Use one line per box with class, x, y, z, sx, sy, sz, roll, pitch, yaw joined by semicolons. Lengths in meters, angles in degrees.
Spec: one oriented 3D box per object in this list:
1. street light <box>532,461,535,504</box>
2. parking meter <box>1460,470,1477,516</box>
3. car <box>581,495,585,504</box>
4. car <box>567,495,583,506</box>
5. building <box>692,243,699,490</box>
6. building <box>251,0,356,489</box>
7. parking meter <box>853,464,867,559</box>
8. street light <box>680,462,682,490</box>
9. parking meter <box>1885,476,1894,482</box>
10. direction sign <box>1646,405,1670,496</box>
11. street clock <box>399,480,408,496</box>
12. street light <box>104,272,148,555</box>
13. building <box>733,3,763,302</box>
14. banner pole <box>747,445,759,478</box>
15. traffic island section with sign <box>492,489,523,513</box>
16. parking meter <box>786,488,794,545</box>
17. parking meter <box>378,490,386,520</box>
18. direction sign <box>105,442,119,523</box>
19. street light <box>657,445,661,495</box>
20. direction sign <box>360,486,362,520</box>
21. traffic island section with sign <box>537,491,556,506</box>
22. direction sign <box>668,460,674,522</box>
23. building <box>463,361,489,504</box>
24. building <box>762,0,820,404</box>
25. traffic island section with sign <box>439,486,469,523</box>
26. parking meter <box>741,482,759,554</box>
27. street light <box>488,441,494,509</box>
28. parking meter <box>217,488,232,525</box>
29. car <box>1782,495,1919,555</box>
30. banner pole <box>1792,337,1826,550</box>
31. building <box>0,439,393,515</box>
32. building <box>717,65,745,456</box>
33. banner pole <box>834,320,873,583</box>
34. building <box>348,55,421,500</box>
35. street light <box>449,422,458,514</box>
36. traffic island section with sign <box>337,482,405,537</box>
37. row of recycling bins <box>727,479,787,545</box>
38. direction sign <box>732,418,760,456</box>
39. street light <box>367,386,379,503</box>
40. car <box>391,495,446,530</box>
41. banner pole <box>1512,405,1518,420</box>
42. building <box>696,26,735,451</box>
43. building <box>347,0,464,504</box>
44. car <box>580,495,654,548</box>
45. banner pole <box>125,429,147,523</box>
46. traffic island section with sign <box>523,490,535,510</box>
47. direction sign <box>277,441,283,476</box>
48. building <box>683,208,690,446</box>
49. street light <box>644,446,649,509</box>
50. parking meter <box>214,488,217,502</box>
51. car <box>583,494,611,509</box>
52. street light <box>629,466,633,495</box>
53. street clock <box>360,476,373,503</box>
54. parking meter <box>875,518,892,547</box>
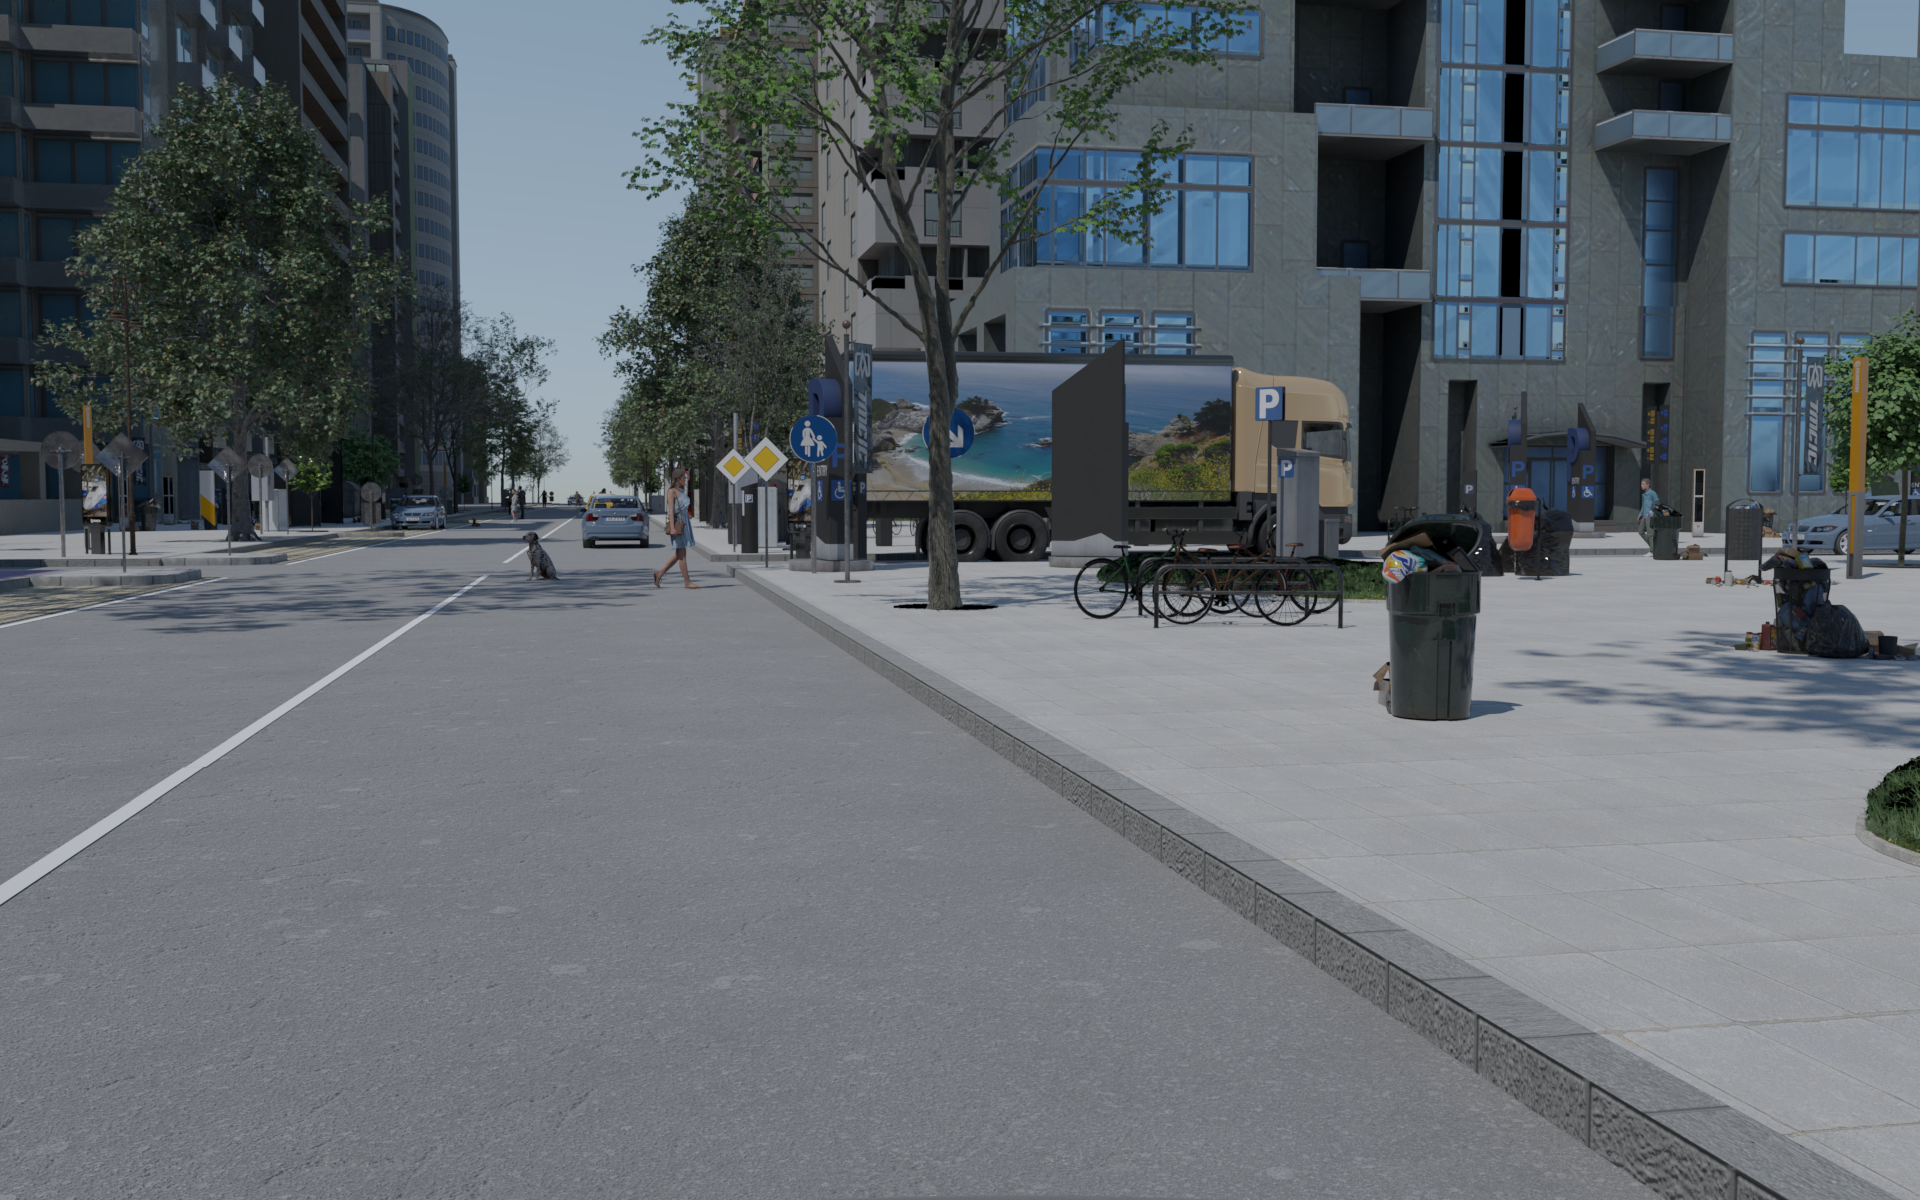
street light;-56.336;-15.661;228.841;0.468;5.910;1.993;-1;4;-11
parking meter;12.219;-2.198;41.652;0.399;1.863;0.255;1;4;16
car;-54.104;-14.219;245.065;1.945;1.354;3.894;-1;4;-12
car;-47.339;-12.251;212.880;1.945;1.354;3.894;-1;4;-11
building;-31.785;-34.527;248.117;14.154;41.232;14.086;-1;4;-11
building;-53.280;-30.067;115.302;21.300;48.544;21.600;-1;4;-11
parking meter;-1.870;-1.558;31.191;0.255;1.863;0.399;2;4;27
street light;-12.072;-6.237;74.767;0.468;5.910;1.993;-1;4;-11
parking meter;29.071;-2.973;54.325;0.399;1.863;0.255;-3;5;-39
direction sign;17.887;-3.209;44.469;0.379;3.537;0.876;-1;4;-13
street clock;-27.947;-5.046;87.069;0.471;2.002;0.358;3;5;41
street light;-17.368;-3.879;36.205;0.468;5.910;1.993;-1;4;-11
building;-8.489;-30.494;153.207;22.147;44.769;28.867;-1;4;-11
banner pole;-9.383;-5.395;78.227;0.863;3.779;0.401;2;4;24
traffic island section with sign;-34.951;-7.629;133.366;1.989;1.847;2.006;-1;4;-11
parking meter;-4.206;-2.155;43.639;0.372;1.533;0.369;0;3;0
parking meter;-29.026;-4.805;86.966;0.372;1.533;0.369;0;3;0
direction sign;-37.120;-5.139;76.021;0.379;3.537;0.876;1;4;23
street light;-19.772;-8.602;113.433;0.468;5.910;1.993;-1;4;-11
direction sign;-29.364;-5.677;84.812;0.876;3.537;0.379;-3;4;-37
traffic island section with sign;-51.467;-12.616;214.906;1.989;1.847;2.006;-1;4;-11
direction sign;-12.999;-5.260;78.000;0.379;3.537;0.876;0;4;2
building;-80.031;-24.000;237.439;27.650;21.520;28.899;-1;4;-11
building;-7.996;-27.360;130.925;14.154;41.232;14.086;-1;4;-11
traffic island section with sign;-25.153;-4.668;84.944;1.989;1.847;2.006;-1;4;-11
parking meter;-4.543;-1.773;37.403;0.372;1.533;0.369;0;3;0
street light;-40.022;-10.714;147.956;0.468;5.910;1.993;-1;4;-11
parking meter;-30.542;-3.896;72.117;0.372;1.533;0.369;0;3;0
car;21.488;-1.737;40.408;4.499;1.417;2.014;-1;4;-11
banner pole;13.566;-2.308;27.756;0.863;3.779;0.401;-2;4;-29
building;-62.652;-27.217;136.879;32.217;40.220;23.993;-1;4;-11
building;-16.819;-32.008;173.438;14.600;45.320;14.200;-1;4;-11
banner pole;-1.506;-2.153;25.217;0.401;3.779;0.863;2;4;33
building;-57.341;-28.976;157.356;14.154;41.232;14.086;-1;4;-11
street light;-32.556;-8.481;111.451;0.468;5.910;1.993;-1;4;-11
traffic island section with sign;-19.660;-3.011;57.865;1.989;1.847;2.006;-1;4;-11
row of recycling bins;-5.333;-2.358;45.674;1.069;1.692;3.534;1;4;10
direction sign;-6.395;-3.657;51.792;0.876;3.537;0.379;1;4;13
street light;-24.741;-6.128;72.983;0.468;5.910;1.993;-1;4;-11
car;-21.912;-3.559;70.198;2.014;1.417;4.499;-1;4;-10
banner pole;15.541;-3.588;48.673;0.401;3.779;0.863;2;4;26
building;-23.714;-41.915;227.310;21.231;58.520;28.212;-1;4;-11
building;-72.171;-40.750;208.269;21.231;58.520;28.212;-1;4;-11
car;-9.370;-2.157;47.266;2.014;1.417;4.499;-1;4;-10
banner pole;-31.924;-4.710;67.023;0.863;3.779;0.401;-2;4;-27
traffic island section with sign;-40.305;-9.247;159.809;1.989;1.847;2.006;-1;4;-11
direction sign;-28.806;-5.035;74.320;0.876;3.537;0.379;-1;4;-9
building;-34.665;-37.484;262.967;14.600;45.320;14.200;-1;4;-11
street light;-27.142;-10.836;149.957;0.468;5.910;1.993;-1;4;-11
parking meter;-31.931;-4.037;74.415;0.372;1.533;0.369;0;3;0
car;-19.599;-5.167;94.704;2.015;1.641;3.980;-1;4;-13
street light;-51.147;-18.053;267.952;0.468;5.910;1.993;-1;4;-11
street clock;-24.349;-4.069;71.095;0.358;2.002;0.471;2;4;31
parking meter;-1.875;-2.244;42.408;0.399;1.863;0.255;-2;4;-33
